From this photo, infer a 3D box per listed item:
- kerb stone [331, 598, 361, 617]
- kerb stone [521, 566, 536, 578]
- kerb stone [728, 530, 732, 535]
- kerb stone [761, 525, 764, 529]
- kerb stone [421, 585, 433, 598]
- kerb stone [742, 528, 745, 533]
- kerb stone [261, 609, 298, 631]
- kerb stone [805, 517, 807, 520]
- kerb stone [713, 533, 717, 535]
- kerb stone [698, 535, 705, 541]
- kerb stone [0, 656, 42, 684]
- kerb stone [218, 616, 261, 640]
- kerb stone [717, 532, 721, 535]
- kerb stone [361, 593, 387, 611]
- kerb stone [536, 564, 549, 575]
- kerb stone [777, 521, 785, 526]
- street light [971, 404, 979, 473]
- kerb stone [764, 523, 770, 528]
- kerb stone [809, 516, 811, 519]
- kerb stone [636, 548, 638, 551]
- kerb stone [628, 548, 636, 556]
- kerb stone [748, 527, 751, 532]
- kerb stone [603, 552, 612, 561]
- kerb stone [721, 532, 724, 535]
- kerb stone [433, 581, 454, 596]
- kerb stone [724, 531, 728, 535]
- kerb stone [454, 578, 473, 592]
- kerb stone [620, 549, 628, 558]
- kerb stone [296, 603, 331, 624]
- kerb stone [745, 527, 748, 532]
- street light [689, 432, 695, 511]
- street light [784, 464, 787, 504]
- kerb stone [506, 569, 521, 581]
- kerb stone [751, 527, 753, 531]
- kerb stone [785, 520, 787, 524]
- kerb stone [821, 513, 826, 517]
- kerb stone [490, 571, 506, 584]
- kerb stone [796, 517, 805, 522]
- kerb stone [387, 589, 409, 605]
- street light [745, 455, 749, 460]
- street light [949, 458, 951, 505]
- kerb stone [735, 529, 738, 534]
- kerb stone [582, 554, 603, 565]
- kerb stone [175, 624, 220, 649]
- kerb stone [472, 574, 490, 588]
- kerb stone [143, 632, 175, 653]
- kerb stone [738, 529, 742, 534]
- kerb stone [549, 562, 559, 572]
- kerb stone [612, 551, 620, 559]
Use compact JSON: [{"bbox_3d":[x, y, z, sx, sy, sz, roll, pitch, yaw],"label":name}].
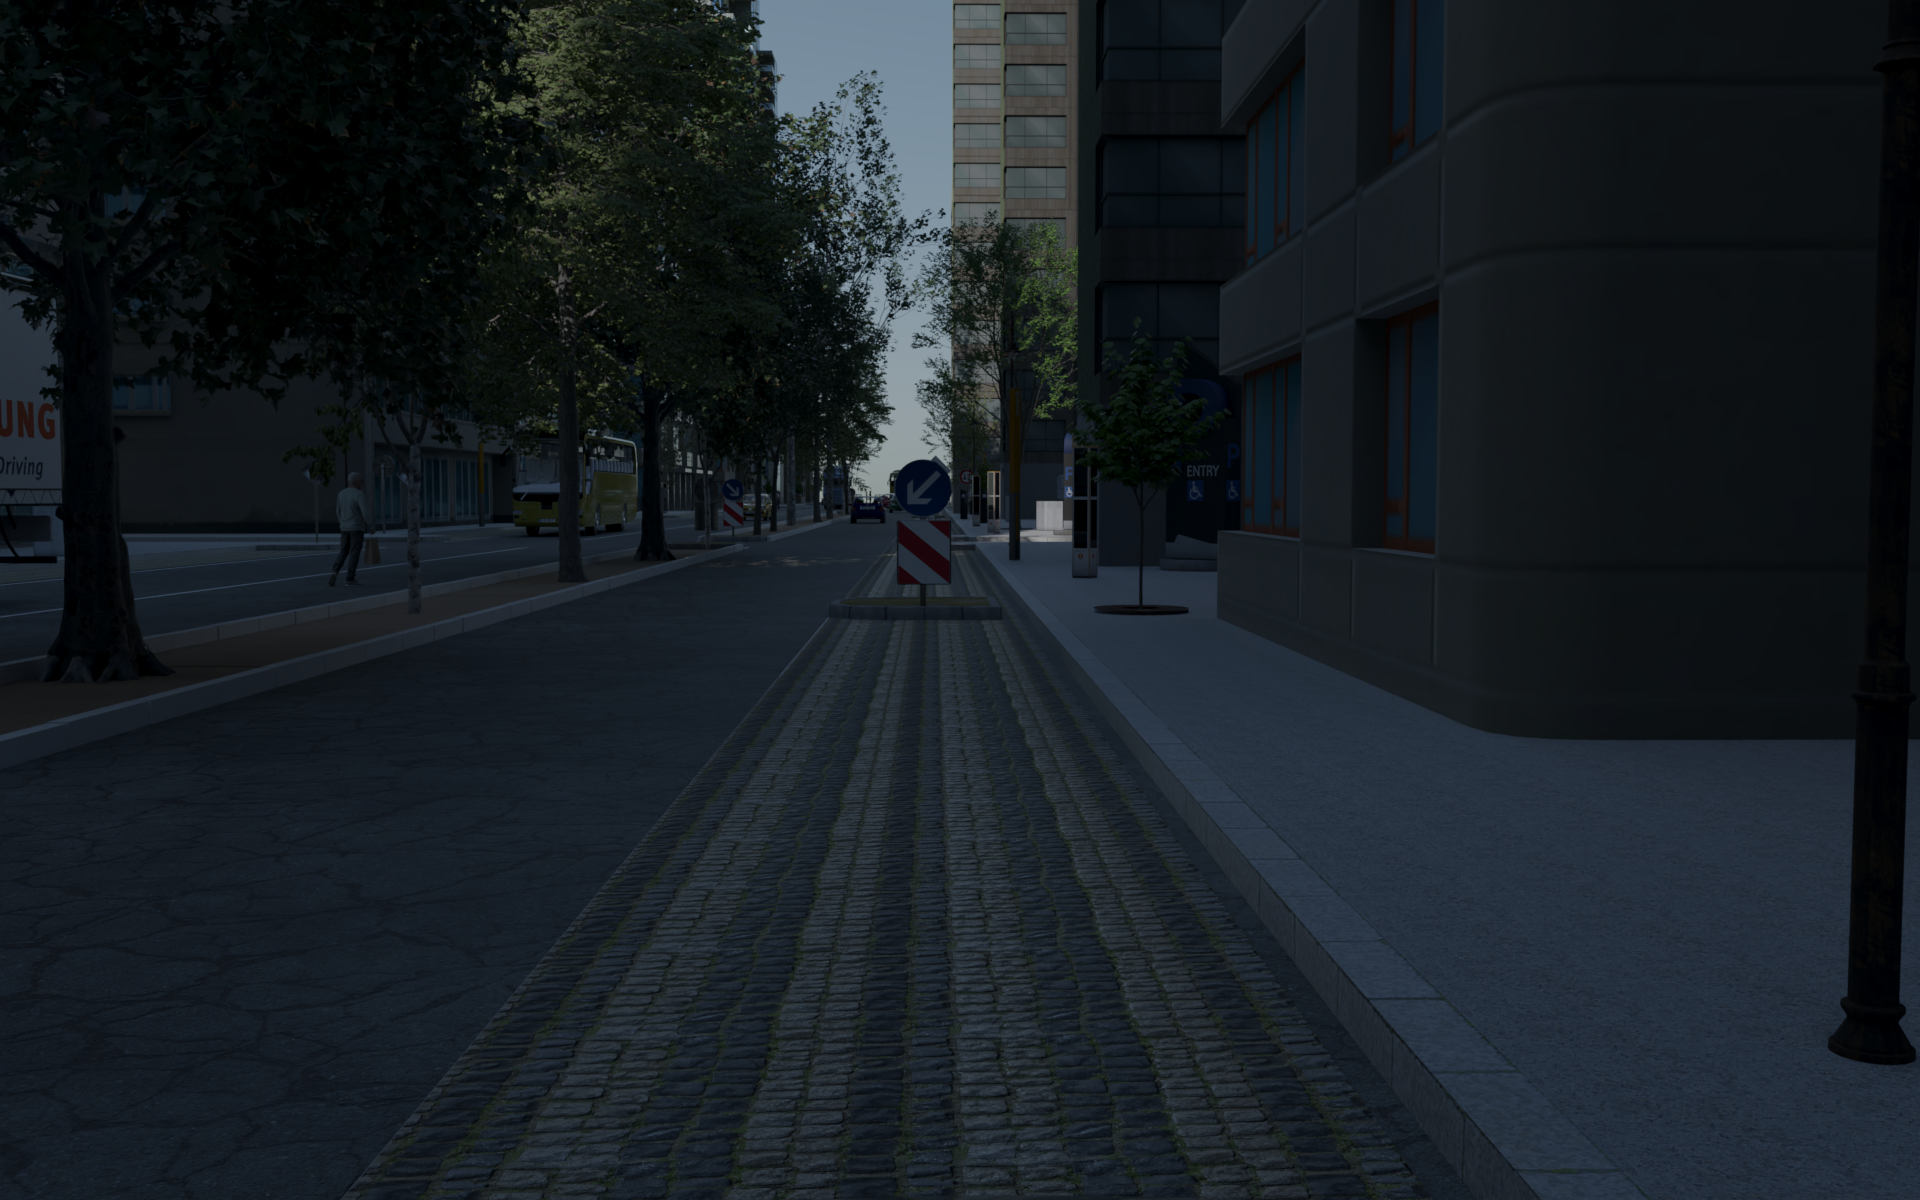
[{"bbox_3d":[-7.346,0.105,20.484,0.120,0.150,1.000,0,4,-1],"label":"kerb stone"},{"bbox_3d":[-7.495,-0.456,29.693,0.120,0.150,1.000,0,4,-1],"label":"kerb stone"},{"bbox_3d":[-7.978,-2.250,58.975,0.120,0.150,1.000,0,4,-1],"label":"kerb stone"},{"bbox_3d":[-8.162,-2.938,70.232,0.120,0.150,1.000,0,4,-1],"label":"kerb stone"},{"bbox_3d":[-7.406,-0.083,23.555,0.120,0.150,1.000,0,4,-1],"label":"kerb stone"},{"bbox_3d":[-8.042,-2.500,63.074,0.120,0.150,1.000,0,4,-1],"label":"kerb stone"},{"bbox_3d":[-7.320,0.233,18.424,0.120,0.150,1.000,0,4,-1],"label":"kerb stone"},{"bbox_3d":[-8.538,-4.380,93.807,0.120,0.150,1.000,0,4,-1],"label":"kerb stone"},{"bbox_3d":[-7.915,-1.997,54.879,0.120,0.150,1.000,0,4,-1],"label":"kerb stone"},{"bbox_3d":[-7.876,-1.874,52.836,0.120,0.150,1.000,0,4,-1],"label":"kerb stone"},{"bbox_3d":[-7.235,0.546,13.304,0.120,0.150,1.000,0,4,-1],"label":"kerb stone"},{"bbox_3d":[-7.298,0.294,17.393,0.120,0.150,1.000,0,4,-1],"label":"kerb stone"},{"bbox_3d":[-7.928,-2.061,55.901,0.120,0.150,1.000,0,4,-1],"label":"kerb stone"},{"bbox_3d":[-7.369,0.044,21.507,0.120,0.150,1.000,0,4,-1],"label":"kerb stone"},{"bbox_3d":[-7.511,-0.519,30.716,0.120,0.150,1.000,0,4,-1],"label":"kerb stone"},{"bbox_3d":[-8.329,-3.561,80.469,0.120,0.150,1.000,0,4,-1],"label":"kerb stone"},{"bbox_3d":[0.712,-7.037,87.841,0.468,5.910,1.993,0,4,-1],"label":"street light"},{"bbox_3d":[-8.214,-3.126,73.297,0.120,0.150,1.000,0,4,-1],"label":"kerb stone"},{"bbox_3d":[-8.597,-4.566,96.873,0.120,0.150,1.000,0,4,-1],"label":"kerb stone"},{"bbox_3d":[-7.684,-1.147,40.957,0.120,0.150,1.000,0,4,-1],"label":"kerb stone"},{"bbox_3d":[-7.669,-1.082,39.935,0.120,0.150,1.000,0,4,-1],"label":"kerb stone"},{"bbox_3d":[-8.072,-2.624,65.117,0.120,0.150,1.000,0,4,-1],"label":"kerb stone"},{"bbox_3d":[-7.618,-0.897,36.862,0.120,0.150,1.000,0,4,-1],"label":"kerb stone"},{"bbox_3d":[-7.948,-2.124,56.926,0.120,0.150,1.000,0,4,-1],"label":"kerb stone"},{"bbox_3d":[-7.421,-0.144,24.578,0.120,0.150,1.000,0,4,-1],"label":"kerb stone"},{"bbox_3d":[-7.964,-2.183,57.948,0.120,0.150,1.000,0,4,-1],"label":"kerb stone"},{"bbox_3d":[-7.437,-0.202,25.603,0.120,0.150,1.000,0,4,-1],"label":"kerb stone"},{"bbox_3d":[-7.655,-1.019,38.907,0.120,0.150,1.000,0,4,-1],"label":"kerb stone"},{"bbox_3d":[-7.332,0.168,19.456,0.120,0.150,1.000,0,4,-1],"label":"kerb stone"},{"bbox_3d":[-8.063,-2.563,64.095,0.120,0.150,1.000,0,4,-1],"label":"kerb stone"},{"bbox_3d":[-20.044,-9.587,129.542,0.468,5.910,1.993,0,4,-1],"label":"street light"},{"bbox_3d":[-21.441,-14.725,213.534,0.468,5.910,1.993,0,4,-1],"label":"street light"},{"bbox_3d":[-7.490,-0.396,28.671,0.120,0.150,1.000,0,4,-1],"label":"kerb stone"},{"bbox_3d":[-8.100,-2.688,66.139,0.120,0.150,1.000,0,4,-1],"label":"kerb stone"},{"bbox_3d":[-8.343,-3.623,81.498,0.120,0.150,1.000,0,4,-1],"label":"kerb stone"},{"bbox_3d":[-8.873,-5.569,113.252,0.120,0.150,1.000,0,4,-1],"label":"kerb stone"},{"bbox_3d":[-7.472,-0.330,27.647,0.120,0.150,1.000,0,4,-1],"label":"kerb stone"},{"bbox_3d":[-8.527,-4.317,92.779,0.120,0.150,1.000,0,4,-1],"label":"kerb stone"},{"bbox_3d":[-7.388,-0.015,22.533,0.120,0.150,1.000,0,4,-1],"label":"kerb stone"},{"bbox_3d":[-20.763,-12.036,169.573,0.468,5.910,1.993,0,4,-1],"label":"street light"},{"bbox_3d":[-1.204,-14.162,204.329,0.468,5.910,1.993,0,4,-1],"label":"street light"},{"bbox_3d":[-8.018,-2.375,61.030,0.120,0.150,1.000,0,4,-1],"label":"kerb stone"},{"bbox_3d":[-7.604,-0.830,35.841,0.120,0.150,1.000,0,4,-1],"label":"kerb stone"},{"bbox_3d":[-7.286,0.361,16.371,0.120,0.150,1.000,0,4,-1],"label":"kerb stone"},{"bbox_3d":[-7.449,-0.271,26.625,0.120,0.150,1.000,0,4,-1],"label":"kerb stone"},{"bbox_3d":[-7.265,0.419,15.348,0.120,0.150,1.000,0,4,-1],"label":"kerb stone"},{"bbox_3d":[-8.030,-2.437,62.052,0.120,0.150,1.000,0,4,-1],"label":"kerb stone"},{"bbox_3d":[-7.531,-0.584,31.738,0.120,0.150,1.000,0,4,-1],"label":"kerb stone"},{"bbox_3d":[-7.633,-0.960,37.885,0.120,0.150,1.000,0,4,-1],"label":"kerb stone"}]
